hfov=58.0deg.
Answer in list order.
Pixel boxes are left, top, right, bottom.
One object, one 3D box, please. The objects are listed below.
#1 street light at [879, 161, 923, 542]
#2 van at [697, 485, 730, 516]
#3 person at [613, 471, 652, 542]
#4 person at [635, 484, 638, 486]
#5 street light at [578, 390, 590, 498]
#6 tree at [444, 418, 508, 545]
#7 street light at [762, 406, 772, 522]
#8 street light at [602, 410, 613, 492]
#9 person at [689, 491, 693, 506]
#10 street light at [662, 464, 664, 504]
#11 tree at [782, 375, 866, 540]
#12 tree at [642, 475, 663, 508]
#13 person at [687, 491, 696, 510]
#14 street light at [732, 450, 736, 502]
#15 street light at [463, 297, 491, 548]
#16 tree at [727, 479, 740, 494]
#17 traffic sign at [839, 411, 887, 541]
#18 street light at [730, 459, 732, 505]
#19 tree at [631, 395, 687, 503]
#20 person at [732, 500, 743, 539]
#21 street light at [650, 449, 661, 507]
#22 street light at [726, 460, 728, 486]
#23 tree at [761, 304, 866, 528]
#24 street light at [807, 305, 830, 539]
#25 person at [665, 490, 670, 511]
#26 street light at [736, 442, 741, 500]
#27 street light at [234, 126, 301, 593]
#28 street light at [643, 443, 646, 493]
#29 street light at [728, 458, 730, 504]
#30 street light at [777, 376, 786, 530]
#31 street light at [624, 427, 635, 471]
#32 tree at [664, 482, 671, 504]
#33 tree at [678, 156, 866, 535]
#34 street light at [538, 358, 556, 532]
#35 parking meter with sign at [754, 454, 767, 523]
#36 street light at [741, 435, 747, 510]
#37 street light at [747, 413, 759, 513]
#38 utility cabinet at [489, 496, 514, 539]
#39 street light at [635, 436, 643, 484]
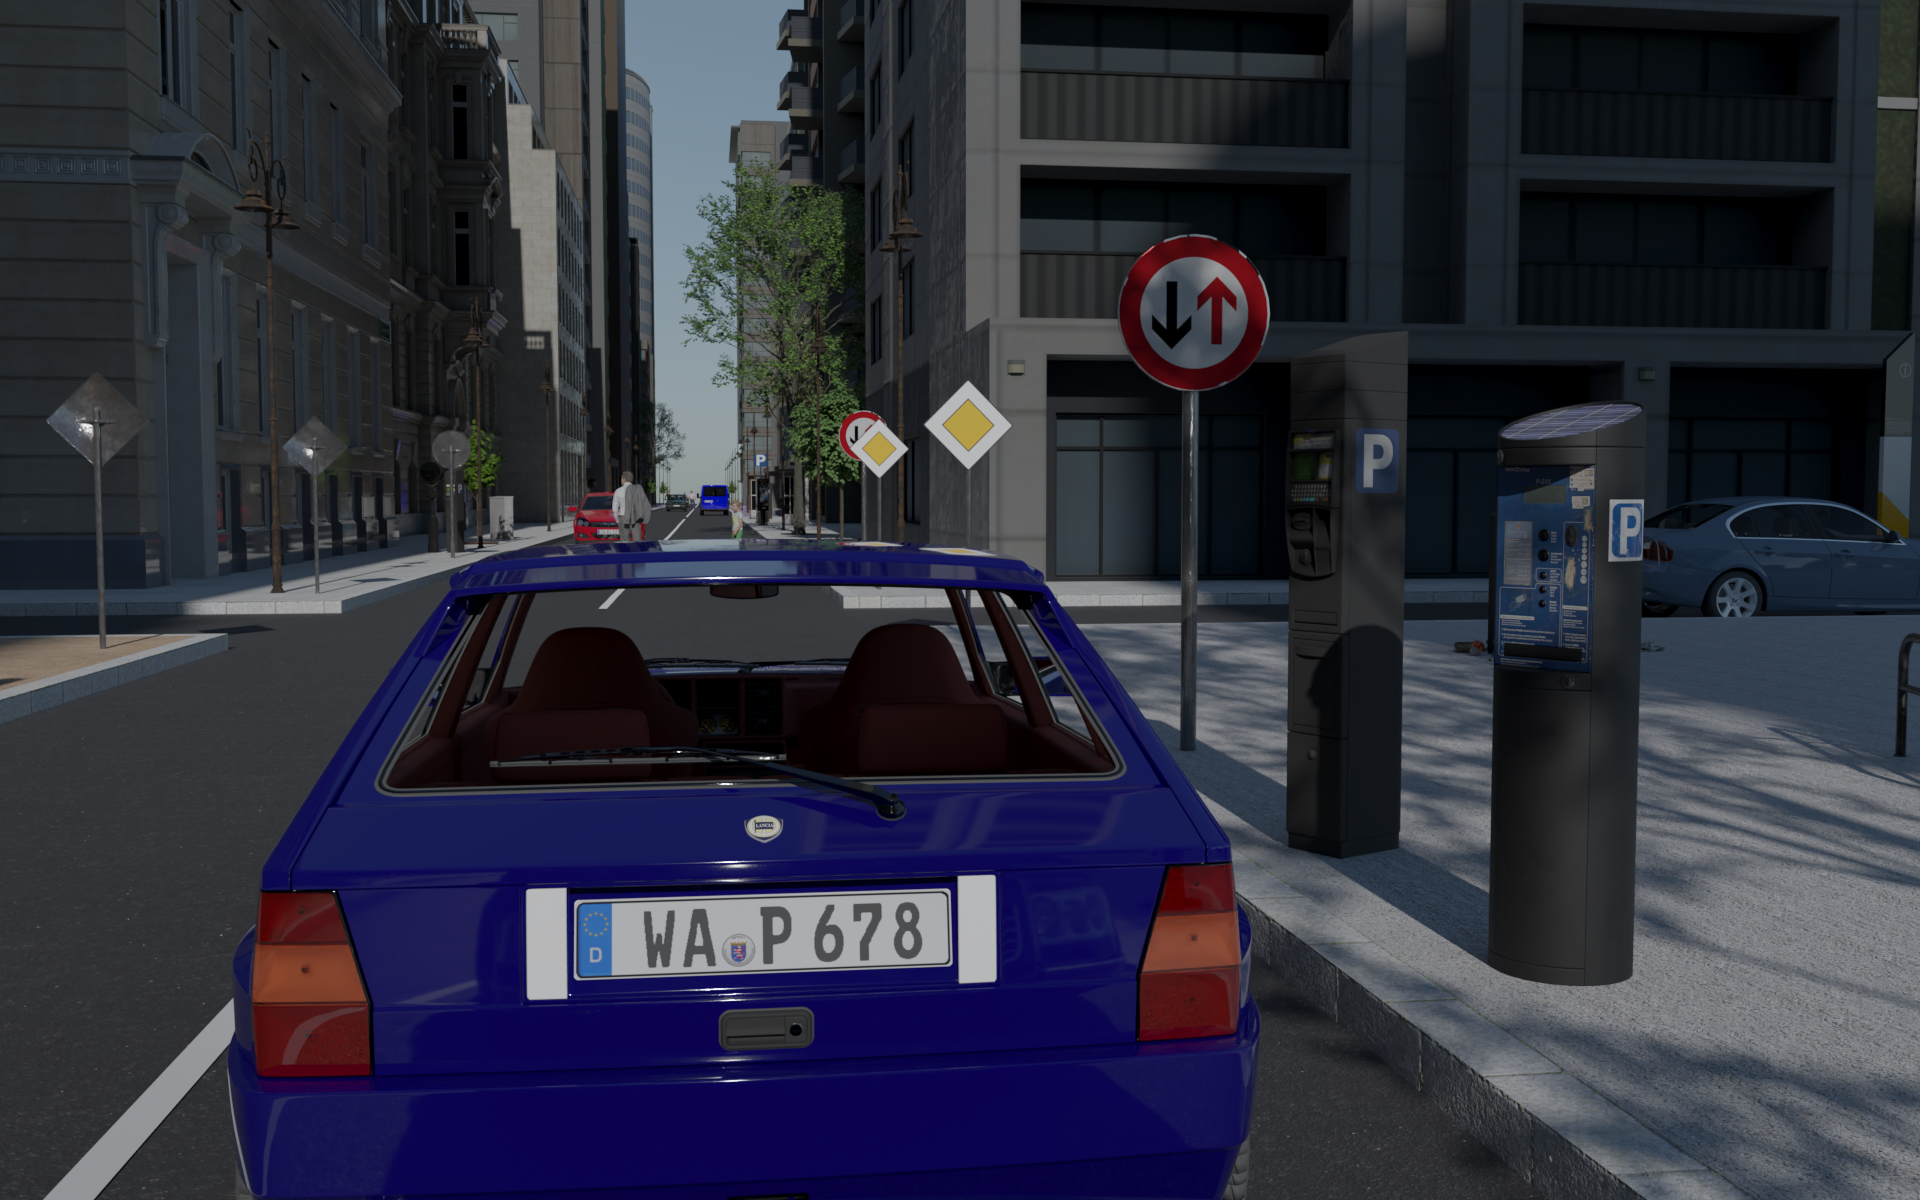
[{"bbox_3d":[-0.840,-3.162,24.484,0.468,5.910,1.993,-1,4,-8],"label":"street light"},{"bbox_3d":[-16.565,-6.861,116.557,2.240,2.365,5.245,-1,4,-9],"label":"van"},{"bbox_3d":[-5.776,-1.340,30.513,0.679,1.850,0.850,-1,4,-16],"label":"person"},{"bbox_3d":[-11.575,-3.230,61.666,0.721,1.781,0.623,-1,4,-20],"label":"person"},{"bbox_3d":[-16.718,-6.380,77.105,0.468,5.910,1.993,-1,4,-8],"label":"street light"},{"bbox_3d":[-12.518,-3.045,44.386,1.663,3.219,1.824,0,3,0],"label":"tree"},{"bbox_3d":[-8.806,-6.510,79.223,0.468,5.910,1.993,-1,4,-8],"label":"street light"},{"bbox_3d":[-19.834,-7.662,98.055,0.468,5.910,1.993,-1,4,-8],"label":"street light"},{"bbox_3d":[-33.222,-12.556,213.884,0.705,1.812,1.348,-3,5,-40],"label":"person"},{"bbox_3d":[-34.432,-13.801,198.432,0.468,5.910,1.993,-1,4,-8],"label":"street light"},{"bbox_3d":[-3.356,-3.913,47.697,4.285,4.588,4.351,0,3,0],"label":"tree"},{"bbox_3d":[-28.706,-10.034,158.651,1.663,3.219,1.824,0,3,0],"label":"tree"},{"bbox_3d":[-23.453,-8.703,151.739,0.756,1.711,0.436,1,4,16],"label":"person"},{"bbox_3d":[-19.791,-11.106,154.374,0.468,5.910,1.993,-1,4,-8],"label":"street light"},{"bbox_3d":[-11.362,-4.165,40.884,0.468,5.910,1.993,-1,4,-8],"label":"street light"},{"bbox_3d":[-28.515,-13.546,216.078,1.663,3.219,1.824,0,3,0],"label":"tree"},{"bbox_3d":[-1.467,-1.616,26.534,0.768,2.556,0.104,0,4,1],"label":"traffic sign"},{"bbox_3d":[-22.448,-12.247,173.029,0.468,5.910,1.993,-1,4,-8],"label":"street light"},{"bbox_3d":[-29.585,-14.018,163.600,8.767,10.594,7.601,0,4,5],"label":"tree"},{"bbox_3d":[-4.809,-1.516,37.540,0.306,1.304,0.590,2,4,24],"label":"person"},{"bbox_3d":[-31.716,-12.695,180.350,0.468,5.910,1.993,-1,4,-8],"label":"street light"},{"bbox_3d":[-26.548,-13.952,200.904,0.468,5.910,1.993,-1,4,-8],"label":"street light"},{"bbox_3d":[-5.569,-7.032,65.330,4.737,8.622,4.395,0,3,0],"label":"tree"},{"bbox_3d":[-3.478,-4.265,42.525,0.468,5.910,1.993,-1,4,-8],"label":"street light"},{"bbox_3d":[-24.531,-8.382,146.068,0.721,1.766,1.217,2,4,27],"label":"person"},{"bbox_3d":[-17.171,-10.003,136.330,0.468,5.910,1.993,-1,4,-8],"label":"street light"},{"bbox_3d":[-8.852,-3.027,22.287,0.468,5.910,1.993,-1,4,-8],"label":"street light"},{"bbox_3d":[-27.923,-11.041,153.300,0.468,5.910,1.993,-1,4,-8],"label":"street light"},{"bbox_3d":[-23.986,-12.848,182.852,0.468,5.910,1.993,-1,4,-8],"label":"street light"},{"bbox_3d":[-6.254,-5.406,61.170,0.468,5.910,1.993,-1,4,-8],"label":"street light"},{"bbox_3d":[-22.324,-8.781,116.353,0.468,5.910,1.993,-1,4,-8],"label":"street light"},{"bbox_3d":[-38.918,-14.204,226.834,1.663,3.219,1.824,0,3,0],"label":"tree"},{"bbox_3d":[-5.242,-7.874,54.498,9.928,11.665,9.643,0,3,0],"label":"tree"},{"bbox_3d":[-14.053,-5.277,59.068,0.468,5.910,1.993,-1,4,-8],"label":"street light"},{"bbox_3d":[-8.722,-4.883,76.099,0.543,3.016,1.738,0,4,-5],"label":"parking meter with sign"},{"bbox_3d":[-14.434,-8.864,117.714,0.468,5.910,1.993,-1,4,-8],"label":"street light"},{"bbox_3d":[-11.810,-7.747,99.447,0.468,5.910,1.993,-1,4,-8],"label":"street light"},{"bbox_3d":[-13.076,-2.337,49.376,0.306,1.237,1.020,-3,4,-38],"label":"utility cabinet"},{"bbox_3d":[-25.107,-9.883,134.373,0.468,5.910,1.993,-1,4,-8],"label":"street light"}]
